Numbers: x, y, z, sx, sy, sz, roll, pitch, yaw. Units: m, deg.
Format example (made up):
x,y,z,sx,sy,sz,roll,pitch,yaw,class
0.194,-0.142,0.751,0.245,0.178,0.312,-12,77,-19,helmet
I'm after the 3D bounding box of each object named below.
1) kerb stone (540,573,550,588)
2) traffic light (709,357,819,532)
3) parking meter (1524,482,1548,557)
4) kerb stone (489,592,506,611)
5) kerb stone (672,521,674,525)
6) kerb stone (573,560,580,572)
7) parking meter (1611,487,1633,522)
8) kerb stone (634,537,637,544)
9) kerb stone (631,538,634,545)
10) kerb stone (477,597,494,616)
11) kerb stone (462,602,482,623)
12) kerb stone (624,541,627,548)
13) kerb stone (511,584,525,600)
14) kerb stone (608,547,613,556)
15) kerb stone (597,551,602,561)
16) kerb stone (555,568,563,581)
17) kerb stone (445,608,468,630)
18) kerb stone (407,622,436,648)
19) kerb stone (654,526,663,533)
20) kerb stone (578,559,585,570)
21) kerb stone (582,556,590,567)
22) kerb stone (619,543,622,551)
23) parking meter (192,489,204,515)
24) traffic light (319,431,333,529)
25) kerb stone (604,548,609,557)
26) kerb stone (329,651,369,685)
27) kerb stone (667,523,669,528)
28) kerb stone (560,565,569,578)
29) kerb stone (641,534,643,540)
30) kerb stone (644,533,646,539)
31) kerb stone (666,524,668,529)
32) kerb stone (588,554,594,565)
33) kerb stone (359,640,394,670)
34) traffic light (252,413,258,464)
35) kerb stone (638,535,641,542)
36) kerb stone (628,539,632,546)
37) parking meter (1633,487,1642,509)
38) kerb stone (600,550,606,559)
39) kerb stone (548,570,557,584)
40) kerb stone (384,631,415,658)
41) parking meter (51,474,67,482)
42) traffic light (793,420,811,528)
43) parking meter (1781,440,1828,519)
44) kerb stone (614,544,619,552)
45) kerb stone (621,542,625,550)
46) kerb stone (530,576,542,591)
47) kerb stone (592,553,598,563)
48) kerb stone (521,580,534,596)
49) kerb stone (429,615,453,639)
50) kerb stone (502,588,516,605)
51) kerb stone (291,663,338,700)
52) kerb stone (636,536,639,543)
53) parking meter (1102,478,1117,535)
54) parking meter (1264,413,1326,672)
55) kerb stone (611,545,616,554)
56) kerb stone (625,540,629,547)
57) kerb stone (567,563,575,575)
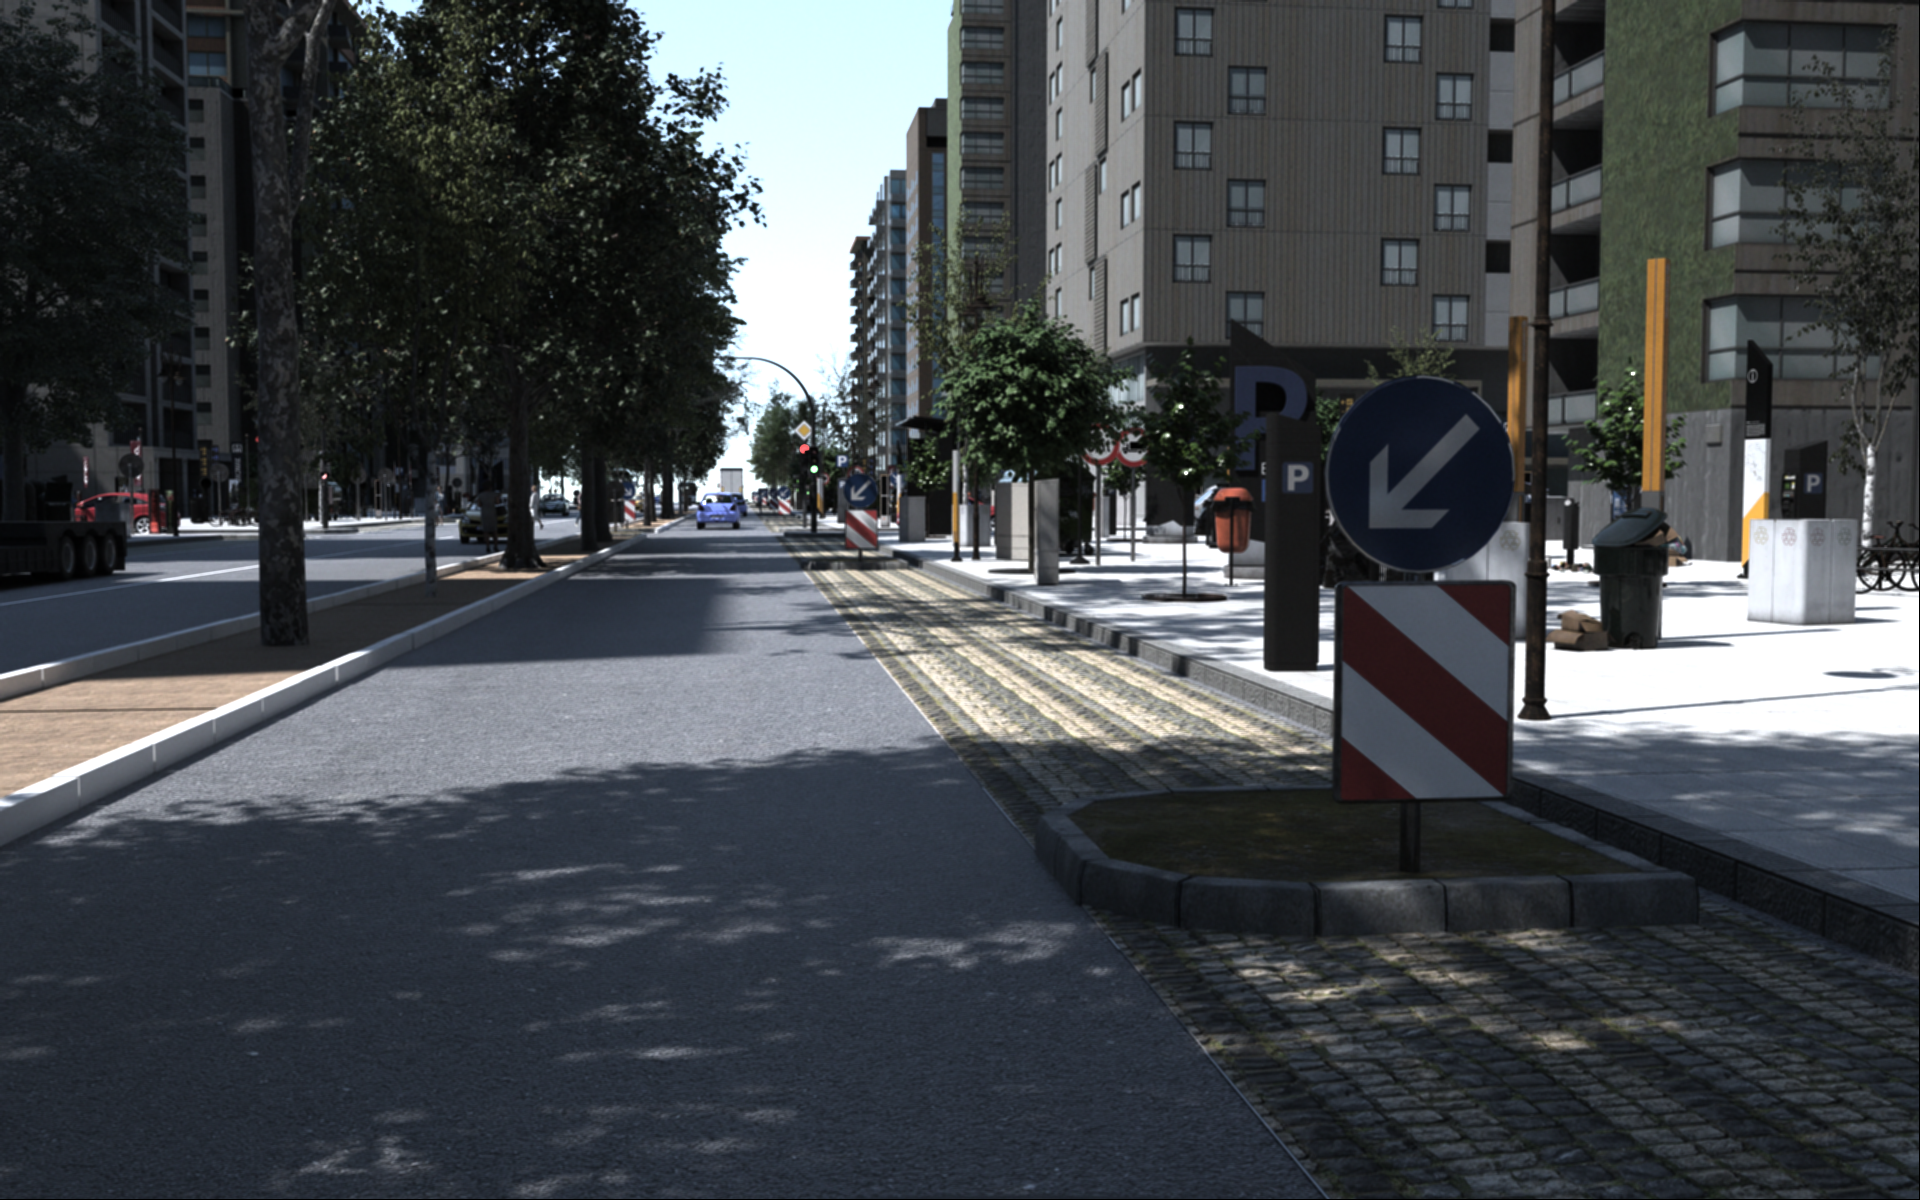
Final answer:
x,y,z,sx,sy,sz,roll,pitch,yaw,class
-6.474,-0.274,26.680,0.120,0.150,1.000,0,4,-7,kerb stone
-6.977,-5.061,57.414,4.771,5.953,1.251,0,4,-7,traffic light
11.630,-1.639,35.206,0.372,1.533,0.369,0,3,0,parking meter
-5.819,0.037,21.587,0.120,0.150,1.000,0,4,-7,kerb stone
-12.763,-3.293,76.040,0.120,0.150,1.000,0,4,-7,kerb stone
-7.124,-0.585,31.765,0.120,0.150,1.000,0,4,-7,kerb stone
12.324,-1.460,32.277,0.372,1.533,0.369,0,3,0,parking meter
-9.325,-1.644,49.075,0.120,0.150,1.000,0,4,-7,kerb stone
-9.207,-1.582,48.060,0.120,0.150,1.000,0,4,-7,kerb stone
-5.695,0.099,20.573,0.120,0.150,1.000,0,4,-7,kerb stone
-5.567,0.162,19.559,0.120,0.150,1.000,0,4,-7,kerb stone
-8.813,-1.393,45.010,0.120,0.150,1.000,0,4,-7,kerb stone
-6.085,-0.087,23.616,0.120,0.150,1.000,0,4,-7,kerb stone
-8.162,-1.082,39.913,0.120,0.150,1.000,0,4,-7,kerb stone
-7.782,-0.897,36.853,0.120,0.150,1.000,0,4,-7,kerb stone
-6.733,-0.398,28.711,0.120,0.150,1.000,0,4,-7,kerb stone
-5.431,0.224,18.540,0.120,0.150,1.000,0,4,-7,kerb stone
-5.170,0.349,16.512,0.120,0.150,1.000,0,4,-7,kerb stone
-11.467,-2.668,65.856,0.120,0.150,1.000,0,4,-7,kerb stone
-7.252,-0.643,32.788,0.120,0.150,1.000,0,4,-7,kerb stone
-7.381,-0.709,33.802,0.120,0.150,1.000,0,4,-7,kerb stone
-8.554,-1.270,42.975,0.120,0.150,1.000,0,4,-7,kerb stone
-41.696,-5.271,94.588,0.372,1.533,0.369,0,3,0,parking meter
-21.229,-5.452,63.814,4.771,5.953,1.251,0,4,-7,traffic light
-8.033,-1.016,38.899,0.120,0.150,1.000,0,4,-7,kerb stone
-4.782,0.534,13.465,0.120,0.150,1.000,0,4,-7,kerb stone
-12.110,-2.982,70.954,0.120,0.150,1.000,0,4,-7,kerb stone
-6.862,-0.457,29.732,0.120,0.150,1.000,0,4,-7,kerb stone
-9.712,-1.827,52.125,0.120,0.150,1.000,0,4,-7,kerb stone
-9.978,-1.956,54.175,0.120,0.150,1.000,0,4,-7,kerb stone
-11.986,-2.919,69.931,0.120,0.150,1.000,0,4,-7,kerb stone
-7.517,-0.772,34.821,0.120,0.150,1.000,0,4,-7,kerb stone
-4.916,0.477,14.481,0.120,0.150,1.000,0,4,-7,kerb stone
-22.282,-4.078,55.595,0.839,4.253,0.868,0,4,-7,traffic light
-9.585,-1.764,51.111,0.120,0.150,1.000,0,4,-7,kerb stone
-9.066,-1.517,47.042,0.120,0.150,1.000,0,4,-7,kerb stone
13.213,-1.696,33.446,0.399,1.863,0.255,2,4,23,parking meter
-7.901,-0.956,37.885,0.120,0.150,1.000,0,4,-7,kerb stone
-6.606,-0.336,27.693,0.120,0.150,1.000,0,4,-7,kerb stone
-5.056,0.415,15.494,0.120,0.150,1.000,0,4,-7,kerb stone
-26.573,-2.777,51.122,0.255,1.863,0.399,2,4,30,parking meter
-5.924,-4.698,65.740,0.839,4.253,0.868,0,4,-7,traffic light
9.157,-0.802,18.817,0.399,1.863,0.255,-1,4,-11,parking meter
-8.431,-1.209,41.958,0.120,0.150,1.000,0,4,-7,kerb stone
-8.672,-1.333,43.991,0.120,0.150,1.000,0,4,-7,kerb stone
-6.347,-0.212,25.654,0.120,0.150,1.000,0,4,-7,kerb stone
-7.642,-0.830,35.841,0.120,0.150,1.000,0,4,-7,kerb stone
-6.214,-0.149,24.632,0.120,0.150,1.000,0,4,-7,kerb stone
-5.297,0.286,17.526,0.120,0.150,1.000,0,4,-7,kerb stone
-5.956,-0.022,22.601,0.120,0.150,1.000,0,4,-7,kerb stone
-4.663,0.598,12.443,0.120,0.150,1.000,0,4,-7,kerb stone
-9.458,-1.706,50.096,0.120,0.150,1.000,0,4,-7,kerb stone
4.660,-2.953,53.996,0.399,1.863,0.255,-1,4,-16,parking meter
2.430,-0.420,12.583,0.399,1.863,0.255,0,4,-3,parking meter
-8.295,-1.146,40.939,0.120,0.150,1.000,0,4,-7,kerb stone
-8.944,-1.456,46.027,0.120,0.150,1.000,0,4,-7,kerb stone
-6.992,-0.523,30.752,0.120,0.150,1.000,0,4,-7,kerb stone
